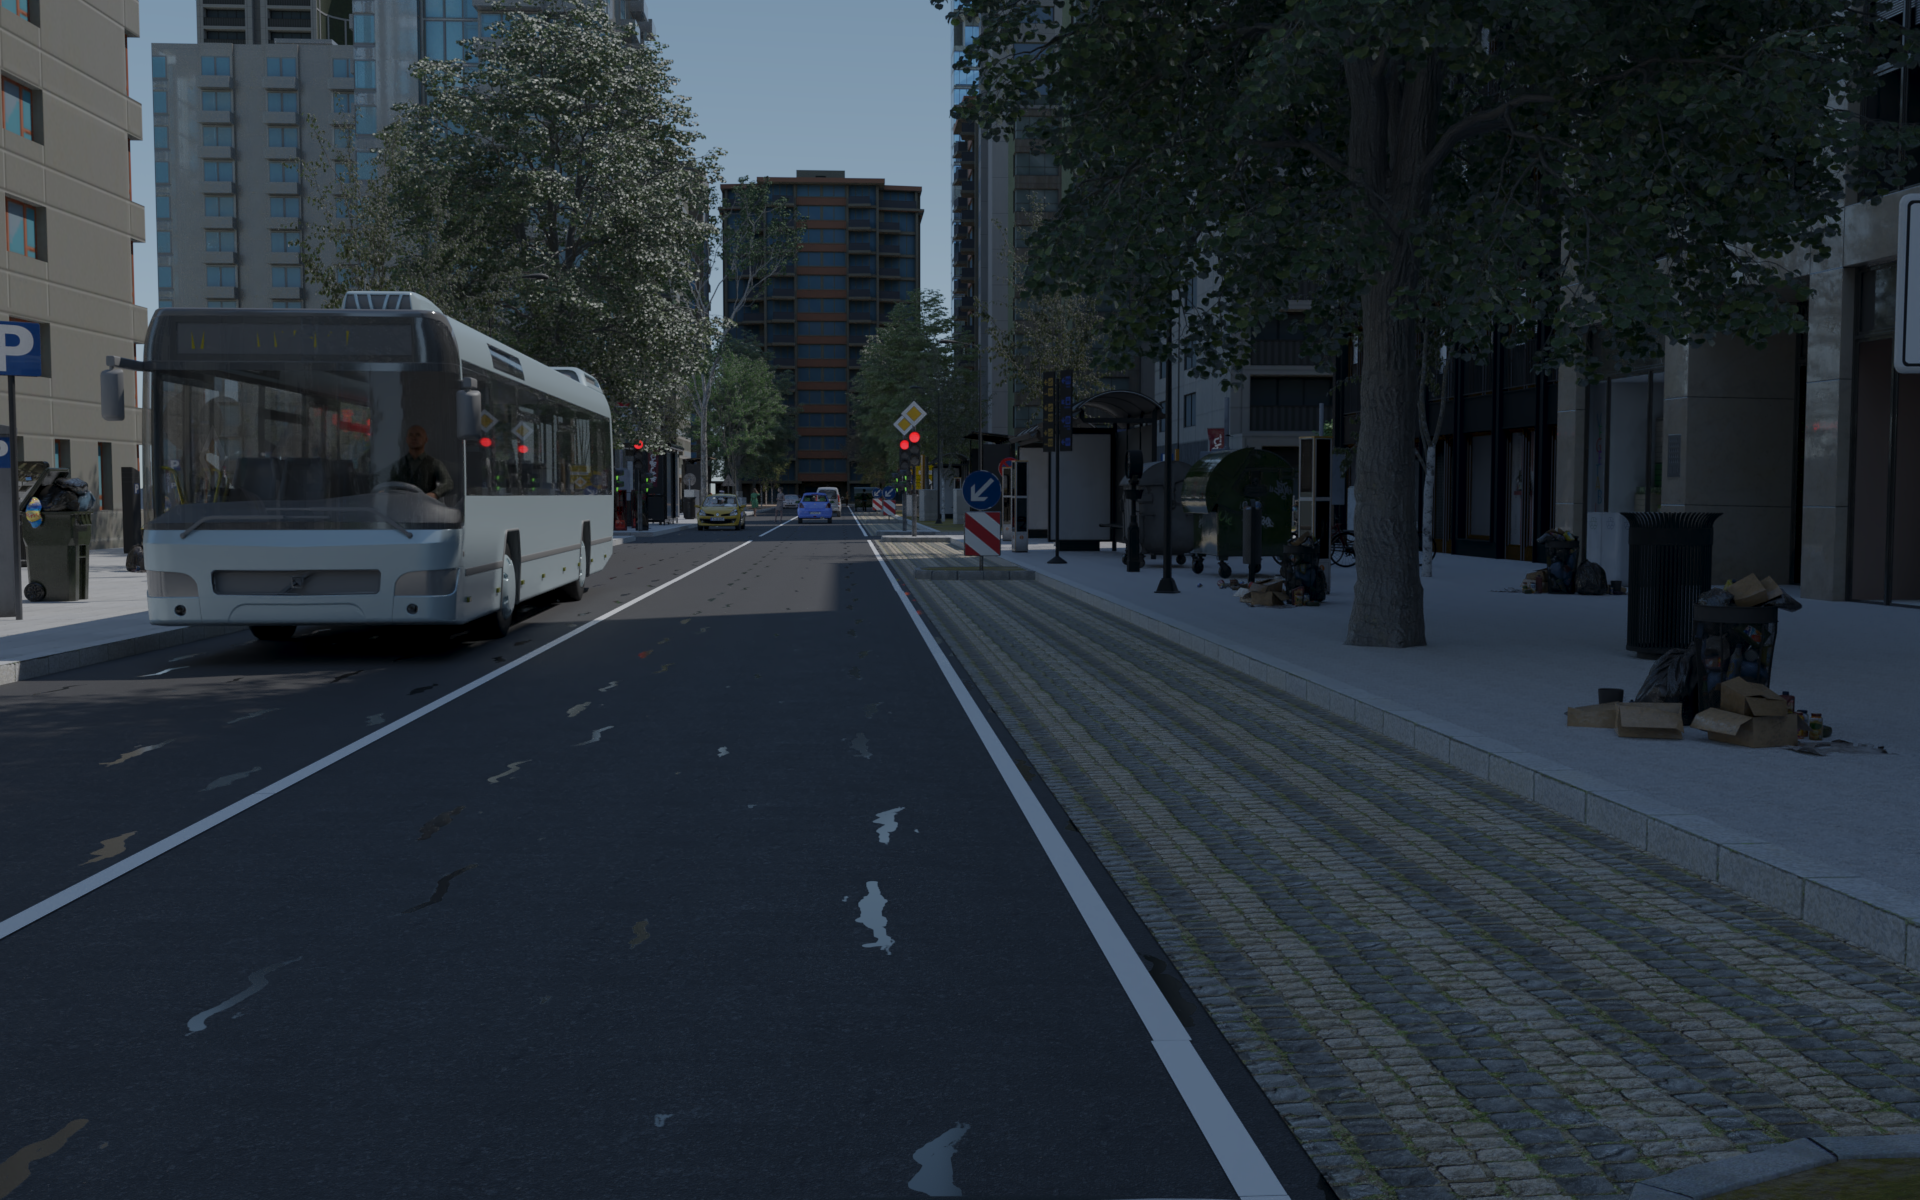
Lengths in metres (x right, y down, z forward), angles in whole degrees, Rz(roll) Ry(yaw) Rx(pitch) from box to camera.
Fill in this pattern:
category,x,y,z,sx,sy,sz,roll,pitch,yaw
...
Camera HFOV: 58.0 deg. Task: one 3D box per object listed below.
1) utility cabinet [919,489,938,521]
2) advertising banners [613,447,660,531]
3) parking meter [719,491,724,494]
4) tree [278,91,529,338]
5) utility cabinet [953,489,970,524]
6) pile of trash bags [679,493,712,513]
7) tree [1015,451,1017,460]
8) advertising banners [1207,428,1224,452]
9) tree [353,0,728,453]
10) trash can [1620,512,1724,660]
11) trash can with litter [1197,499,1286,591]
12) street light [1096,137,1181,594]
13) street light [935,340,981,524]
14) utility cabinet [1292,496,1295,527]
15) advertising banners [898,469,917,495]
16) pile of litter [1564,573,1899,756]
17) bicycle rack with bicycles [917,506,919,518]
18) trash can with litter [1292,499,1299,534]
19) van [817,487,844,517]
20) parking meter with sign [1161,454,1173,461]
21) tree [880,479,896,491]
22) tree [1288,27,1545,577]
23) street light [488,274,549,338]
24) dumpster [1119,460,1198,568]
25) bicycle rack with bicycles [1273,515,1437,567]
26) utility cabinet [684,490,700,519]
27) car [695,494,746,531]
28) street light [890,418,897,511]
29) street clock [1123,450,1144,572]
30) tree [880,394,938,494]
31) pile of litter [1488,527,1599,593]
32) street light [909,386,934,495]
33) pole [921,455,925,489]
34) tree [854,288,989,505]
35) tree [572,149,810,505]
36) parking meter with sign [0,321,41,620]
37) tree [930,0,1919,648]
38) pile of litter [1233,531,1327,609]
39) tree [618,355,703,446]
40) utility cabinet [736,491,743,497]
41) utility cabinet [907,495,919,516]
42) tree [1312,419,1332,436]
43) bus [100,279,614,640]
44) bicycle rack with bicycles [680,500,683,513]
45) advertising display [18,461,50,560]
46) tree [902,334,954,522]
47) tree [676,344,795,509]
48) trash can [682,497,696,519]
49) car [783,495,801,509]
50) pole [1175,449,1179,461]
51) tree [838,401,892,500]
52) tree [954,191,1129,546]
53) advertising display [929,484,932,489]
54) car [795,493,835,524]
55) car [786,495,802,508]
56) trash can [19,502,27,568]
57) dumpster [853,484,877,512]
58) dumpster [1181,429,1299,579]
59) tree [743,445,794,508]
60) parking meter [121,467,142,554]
category,x,y,z,sx,sy,sz,roll,pitch,yaw
utility cabinet,-1.469,-4.473,81.815,0.318,1.500,1.173,2,4,32
advertising banners,-12.082,-4.187,64.644,2.074,3.025,0.090,1,4,22
parking meter,-17.141,-7.113,124.700,0.372,1.533,0.369,0,3,0
tree,-10.568,-5.018,32.407,4.360,8.622,3.978,0,3,0
utility cabinet,0.299,-3.921,72.791,1.173,1.500,0.318,-2,4,-31
pile of trash bags,-18.230,-6.705,119.384,3.447,1.369,1.912,3,5,39
tree,2.913,-7.578,107.612,4.285,4.588,4.351,0,3,0
advertising banners,7.460,-3.014,45.472,2.074,3.025,0.090,2,4,28
tree,-10.363,-8.375,43.588,9.857,13.997,8.962,0,3,0
trash can,5.527,-0.113,13.495,0.748,1.137,0.748,0,3,0
trash can with litter,4.098,-0.777,23.769,1.678,1.210,2.233,0,4,7
street light,2.152,-3.042,22.285,1.470,5.913,1.316,0,4,-4
street light,0.062,-4.875,52.251,1.470,5.913,1.316,0,4,-4
utility cabinet,12.776,-3.498,68.352,0.306,1.237,1.020,-2,4,-25
advertising banners,-2.913,-6.875,108.591,2.074,3.025,0.090,1,4,13
pile of litter,4.003,0.291,9.200,1.176,0.858,1.719,-1,4,-17
bicycle rack with bicycles,-1.107,-4.866,92.947,2.925,0.926,2.852,-2,4,-32
trash can with litter,8.760,-1.944,43.169,1.055,1.170,0.624,-2,4,-31
van,-8.342,-6.259,109.344,2.013,2.044,4.112,0,4,-4
parking meter with sign,8.907,-4.837,75.347,0.543,3.016,1.738,0,4,1
tree,-8.010,-11.997,190.753,1.663,3.219,1.824,0,3,0
tree,7.211,-4.677,26.838,4.360,8.622,3.978,0,3,0
street light,-9.362,-3.919,36.610,1.470,5.913,1.316,0,4,-4
dumpster,3.570,-1.519,30.592,1.264,1.857,1.865,0,4,-4
bicycle rack with bicycles,7.058,-1.085,31.119,2.925,0.926,2.852,1,4,9
utility cabinet,-13.717,-4.893,88.676,0.318,1.500,1.173,-2,4,-34
car,-9.540,-3.613,69.289,2.015,1.641,3.980,0,4,-3
street light,-3.555,-8.075,104.567,1.470,5.913,1.316,0,4,-4
street clock,2.857,-1.464,28.504,0.358,2.002,0.471,0,4,-6
tree,-3.574,-10.171,116.662,4.737,8.622,4.395,0,3,0
pile of litter,7.819,-0.520,22.475,1.176,0.858,1.719,-3,5,-45
street light,-1.460,-6.242,74.601,1.470,5.913,1.316,0,4,-4
pole,-1.926,-5.881,89.995,0.158,3.312,0.155,0,3,0
tree,-2.296,-10.888,96.139,7.486,12.596,7.792,0,3,0
tree,-15.461,-14.613,94.803,12.611,20.169,13.585,0,3,0
parking meter with sign,-10.177,-1.338,18.141,1.738,3.016,0.543,3,5,45
tree,3.745,-6.586,14.343,9.857,13.997,8.962,0,3,0
pile of litter,3.738,-0.384,20.247,1.176,0.858,1.719,2,4,34
tree,-14.054,-8.010,81.326,4.360,8.622,3.978,0,3,0
utility cabinet,-16.878,-7.535,131.880,0.318,1.500,1.173,1,4,10
utility cabinet,-2.740,-5.489,100.902,0.306,1.237,1.020,-2,4,-35
tree,14.559,-5.002,65.497,4.285,4.588,4.351,0,3,0
bus,-6.003,-1.534,19.946,2.948,3.499,13.247,0,4,-5
bicycle rack with bicycles,-18.541,-6.270,115.893,2.925,0.926,2.852,2,4,35
advertising display,-18.255,-1.754,33.891,0.974,1.923,0.123,1,4,11
tree,-0.539,-7.965,80.585,4.360,8.622,3.978,0,3,0
tree,-15.854,-11.893,120.214,9.928,11.665,9.643,0,3,0
trash can,-13.679,-4.642,87.551,0.748,1.137,0.748,0,3,0
car,-16.592,-9.642,170.016,2.083,1.381,4.827,0,4,-4
pole,9.823,-5.176,78.474,0.158,3.312,0.155,0,3,0
tree,-9.059,-18.286,209.338,12.009,13.543,11.850,0,3,0
tree,2.343,-5.609,42.067,4.360,8.622,3.978,0,3,0
advertising display,-1.510,-6.268,107.697,0.974,1.923,0.123,-3,5,-43
car,-7.152,-4.635,85.371,1.945,1.707,3.694,0,4,-5
car,-16.879,-10.039,176.720,1.945,1.354,3.894,0,4,-4
trash can,-16.537,-1.143,30.348,0.748,1.137,0.748,0,3,0
dumpster,-7.766,-8.411,142.478,1.985,2.255,1.502,0,4,-5
dumpster,4.373,-1.499,27.002,1.502,2.255,1.985,0,4,-4
tree,-21.799,-15.042,196.294,4.737,8.622,4.395,0,3,0
parking meter,-17.893,-1.939,37.417,0.255,1.863,0.399,0,4,0
